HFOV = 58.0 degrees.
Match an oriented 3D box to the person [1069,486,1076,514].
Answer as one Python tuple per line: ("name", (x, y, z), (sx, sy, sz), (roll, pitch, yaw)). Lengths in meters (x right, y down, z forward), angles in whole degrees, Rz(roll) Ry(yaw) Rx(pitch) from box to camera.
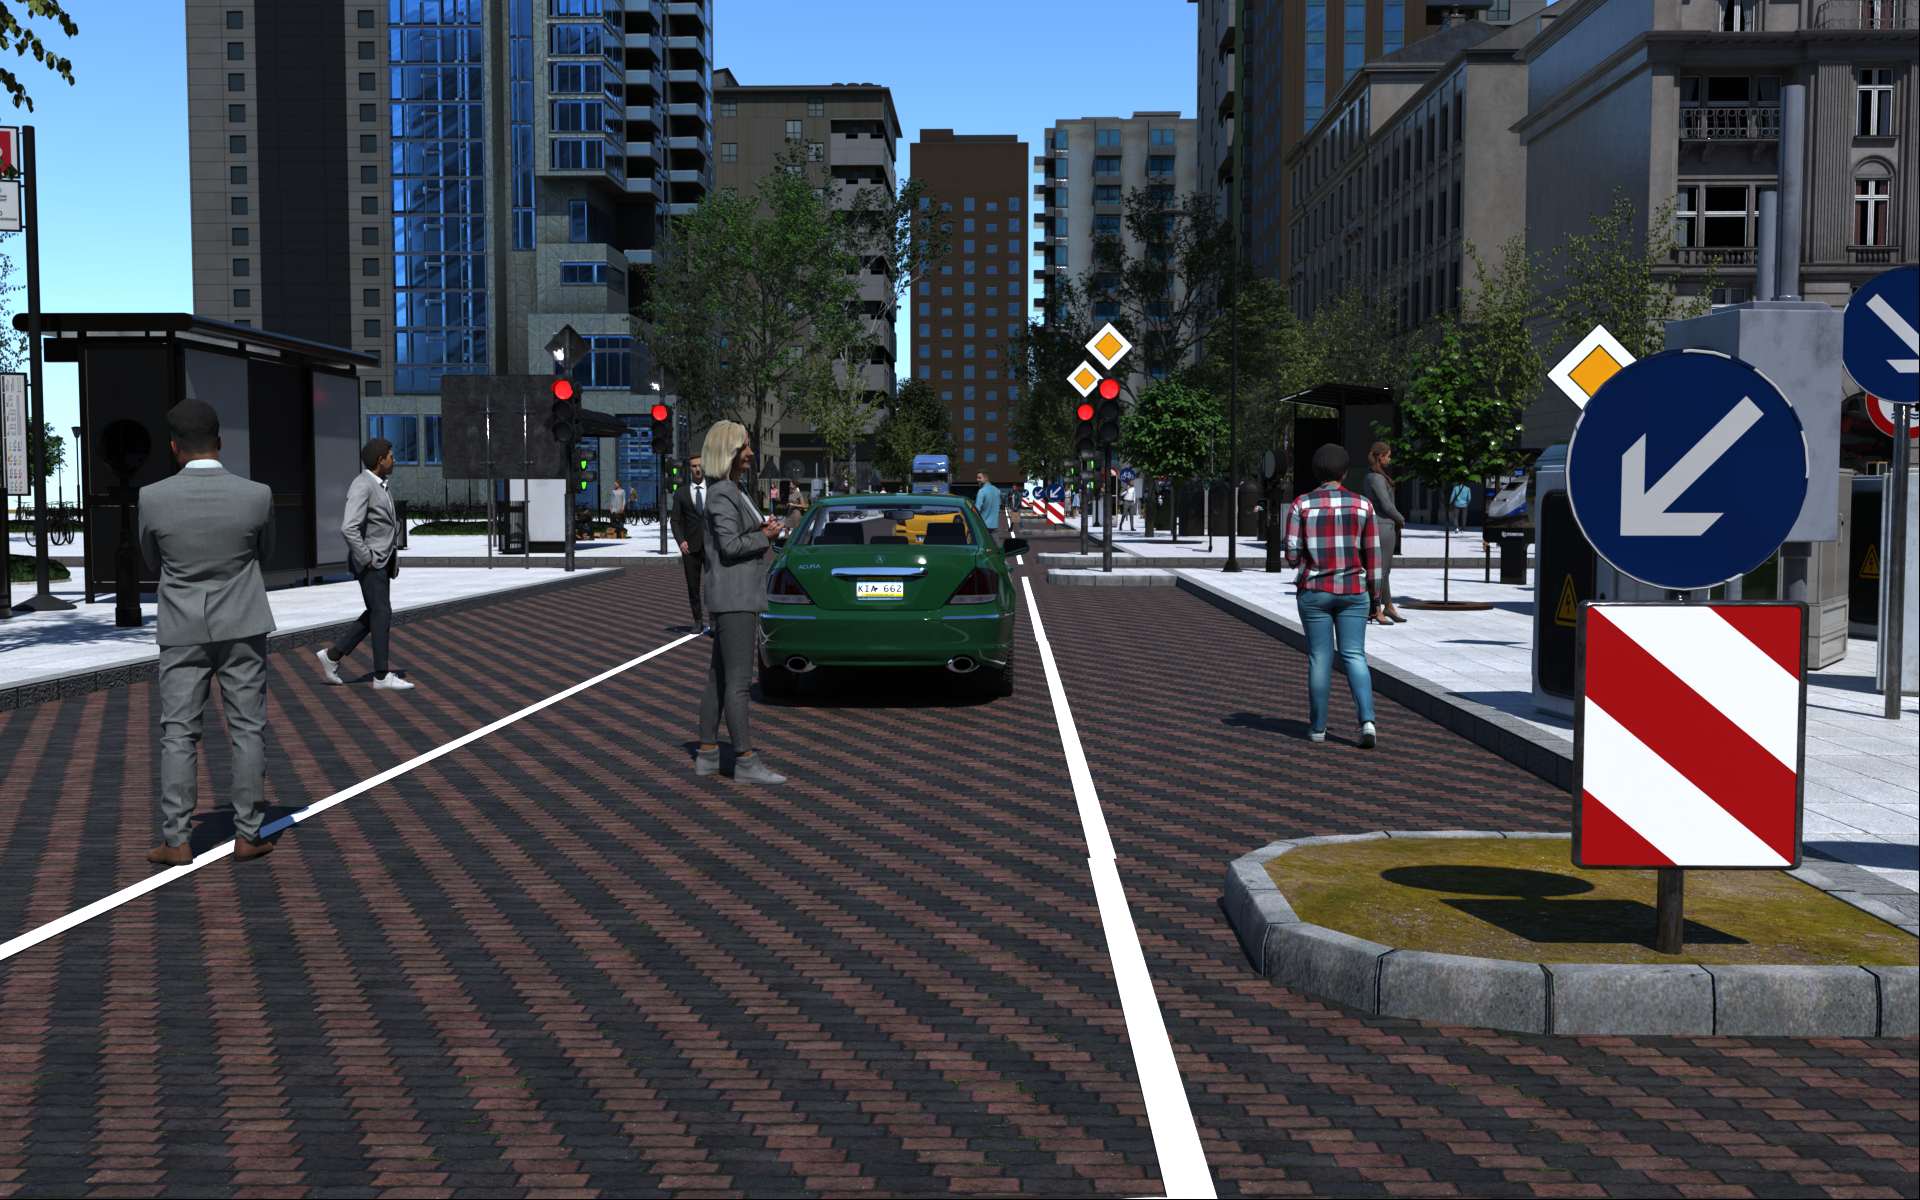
("person", (7.178, -6.411, 111.042), (0.526, 1.800, 0.537), (-1, 4, -15))

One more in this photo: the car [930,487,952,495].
("car", (-0.603, -1.867, 40.756), (2.015, 1.641, 3.980), (0, 4, 3))

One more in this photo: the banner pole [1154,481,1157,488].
("banner pole", (8.634, -5.299, 76.653), (0.401, 3.779, 0.863), (0, 4, -2))

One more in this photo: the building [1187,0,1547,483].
("building", (36.425, -34.797, 158.165), (28.713, 52.752, 27.495), (0, 4, 1))

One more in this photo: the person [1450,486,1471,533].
("person", (16.366, -3.095, 56.666), (0.660, 1.820, 0.620), (1, 4, 10))

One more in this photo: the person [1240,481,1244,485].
("person", (11.210, -3.848, 69.180), (0.478, 1.798, 0.641), (0, 4, -4))

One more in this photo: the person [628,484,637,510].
("person", (-18.901, -5.756, 100.056), (0.656, 1.842, 0.836), (1, 4, 14))

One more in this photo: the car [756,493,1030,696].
("car", (-0.498, -0.118, 13.735), (2.131, 1.459, 4.920), (0, 4, 1))

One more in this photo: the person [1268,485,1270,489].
("person", (18.728, -6.055, 105.266), (0.699, 1.804, 1.509), (0, 4, -6))

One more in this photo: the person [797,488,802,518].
("person", (-6.397, -3.791, 68.246), (0.641, 1.798, 0.478), (0, 4, 6))

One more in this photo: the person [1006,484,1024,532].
("person", (2.099, -3.454, 64.955), (0.713, 1.824, 0.794), (-1, 4, -17))

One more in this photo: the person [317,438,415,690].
("person", (-4.409, -0.270, 12.768), (0.795, 1.843, 0.661), (0, 4, 1))

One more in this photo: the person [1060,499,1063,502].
("person", (8.689, -8.693, 148.317), (0.705, 1.807, 1.348), (1, 4, 10))

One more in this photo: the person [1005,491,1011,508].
("person", (4.982, -9.976, 172.423), (1.217, 1.723, 0.721), (2, 4, 25))

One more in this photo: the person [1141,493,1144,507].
("person", (18.439, -10.092, 174.230), (0.628, 1.438, 0.799), (0, 4, -7))

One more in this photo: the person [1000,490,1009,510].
("person", (3.905, -8.974, 155.306), (1.350, 1.814, 0.705), (0, 4, 6))

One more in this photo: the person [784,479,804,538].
("person", (-4.029, -1.997, 41.497), (0.599, 1.781, 0.374), (3, 5, 40))

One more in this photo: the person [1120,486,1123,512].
("person", (11.561, -7.172, 123.269), (0.705, 1.831, 1.348), (0, 4, 2))

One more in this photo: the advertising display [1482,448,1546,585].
("advertising display", (7.849, -1.181, 24.516), (0.123, 1.923, 0.974), (-3, 4, -38))

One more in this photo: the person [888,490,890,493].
("person", (-7.635, -11.005, 186.681), (1.217, 1.736, 0.721), (0, 4, 2))

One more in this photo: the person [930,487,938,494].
("person", (-1.302, -4.747, 86.297), (0.537, 1.800, 0.526), (-1, 4, -8))

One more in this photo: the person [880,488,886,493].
("person", (-5.026, -6.567, 114.349), (0.756, 1.711, 0.436), (2, 4, 35))

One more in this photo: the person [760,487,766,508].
("person", (-15.076, -7.659, 131.294), (1.348, 1.821, 0.705), (3, 5, 43))

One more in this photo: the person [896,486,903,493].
("person", (-3.055, -4.898, 88.357), (0.659, 1.850, 0.755), (1, 4, 21))

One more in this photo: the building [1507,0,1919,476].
("building", (31.314, -13.033, 54.882), (24.055, 21.916, 13.314), (0, 4, 1))

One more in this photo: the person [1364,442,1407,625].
("person", (4.233, -0.655, 17.029), (0.573, 1.790, 0.520), (-1, 4, -14))

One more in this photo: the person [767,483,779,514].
("person", (-8.854, -4.644, 81.980), (0.555, 1.821, 0.388), (0, 4, -7))

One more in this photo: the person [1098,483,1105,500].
("person", (5.983, -4.005, 71.859), (0.374, 1.781, 0.599), (-3, 4, -36))

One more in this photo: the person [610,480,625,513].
("person", (-11.070, -3.006, 55.940), (0.466, 1.731, 0.760), (-2, 4, -29))

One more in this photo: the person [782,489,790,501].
("person", (-17.655, -10.434, 176.653), (1.348, 1.822, 0.705), (0, 4, 4))

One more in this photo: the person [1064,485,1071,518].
("person", (5.610, -5.201, 91.648), (0.524, 1.755, 0.480), (-3, 5, -40))

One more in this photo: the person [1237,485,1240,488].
("person", (16.731, -5.841, 101.753), (1.509, 1.804, 0.699), (3, 5, 44))

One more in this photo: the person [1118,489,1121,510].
("person", (13.187, -8.361, 143.576), (1.217, 1.723, 0.721), (-1, 4, -13))

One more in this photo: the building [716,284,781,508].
("building", (-32.895, -19.321, 160.939), (28.899, 21.520, 27.650), (0, 4, 1))

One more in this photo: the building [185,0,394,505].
("building", (-57.979, -44.356, 163.471), (20.611, 71.187, 20.563), (0, 4, 1))

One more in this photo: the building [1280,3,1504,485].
("building", (26.307, -18.421, 98.454), (12.463, 27.353, 25.104), (0, 4, 1))

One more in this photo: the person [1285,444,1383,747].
("person", (2.142, -0.037, 9.935), (0.563, 1.720, 0.643), (0, 4, 4))

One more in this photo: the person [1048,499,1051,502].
("person", (7.481, -8.396, 143.325), (0.705, 1.822, 1.348), (0, 4, -3))

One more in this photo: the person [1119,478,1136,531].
("person", (5.825, -3.317, 60.384), (0.679, 1.850, 0.850), (-2, 4, -30))

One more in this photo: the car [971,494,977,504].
("car", (1.825, -8.395, 147.050), (2.009, 1.686, 4.222), (0, 4, 1))

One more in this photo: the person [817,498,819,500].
("person", (-11.050, -7.982, 136.566), (1.348, 1.823, 0.705), (0, 4, 8))

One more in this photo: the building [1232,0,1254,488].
("building", (28.558, -27.789, 137.948), (14.154, 41.232, 14.086), (0, 4, 1))

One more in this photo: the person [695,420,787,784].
("person", (-1.090, -0.006, 8.774), (0.526, 1.800, 0.537), (1, 4, 9))

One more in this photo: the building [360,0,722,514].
("building", (-29.220, -49.744, 125.988), (22.319, 86.520, 31.000), (0, 4, 1))

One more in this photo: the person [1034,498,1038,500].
("person", (7.869, -10.145, 175.144), (0.991, 1.433, 0.599), (3, 5, 39))

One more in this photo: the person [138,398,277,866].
("person", (-2.965, 0.113, 6.839), (0.511, 1.800, 0.466), (-3, 4, -37))

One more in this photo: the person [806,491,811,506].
("person", (-16.764, -11.252, 192.571), (0.705, 1.812, 1.348), (1, 4, 15))

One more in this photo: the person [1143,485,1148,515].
("person", (10.469, -5.558, 97.165), (0.529, 1.795, 0.600), (0, 4, -5))

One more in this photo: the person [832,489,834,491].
("person", (-13.119, -10.594, 179.125), (0.709, 1.838, 0.599), (-1, 4, -8))

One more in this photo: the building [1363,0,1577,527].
("building", (24.521, -13.912, 76.604), (9.793, 20.994, 18.267), (0, 4, 1))

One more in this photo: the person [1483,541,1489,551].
("person", (11.868, -1.942, 37.896), (0.778, 1.811, 0.616), (1, 4, 10))

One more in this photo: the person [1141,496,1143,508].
("person", (17.007, -9.565, 162.953), (0.721, 1.766, 1.217), (-1, 4, -12))

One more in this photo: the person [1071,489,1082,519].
("person", (6.075, -5.141, 90.184), (0.778, 1.811, 0.616), (-2, 4, -35))

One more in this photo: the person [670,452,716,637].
("person", (-2.590, -0.561, 17.457), (0.659, 1.850, 0.755), (-1, 4, -9))

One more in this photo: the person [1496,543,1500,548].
("person", (12.876, -2.121, 40.993), (0.573, 1.790, 0.520), (-2, 4, -29))

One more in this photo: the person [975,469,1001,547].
("person", (0.456, -1.219, 28.286), (0.638, 1.841, 0.748), (-2, 4, -34))
